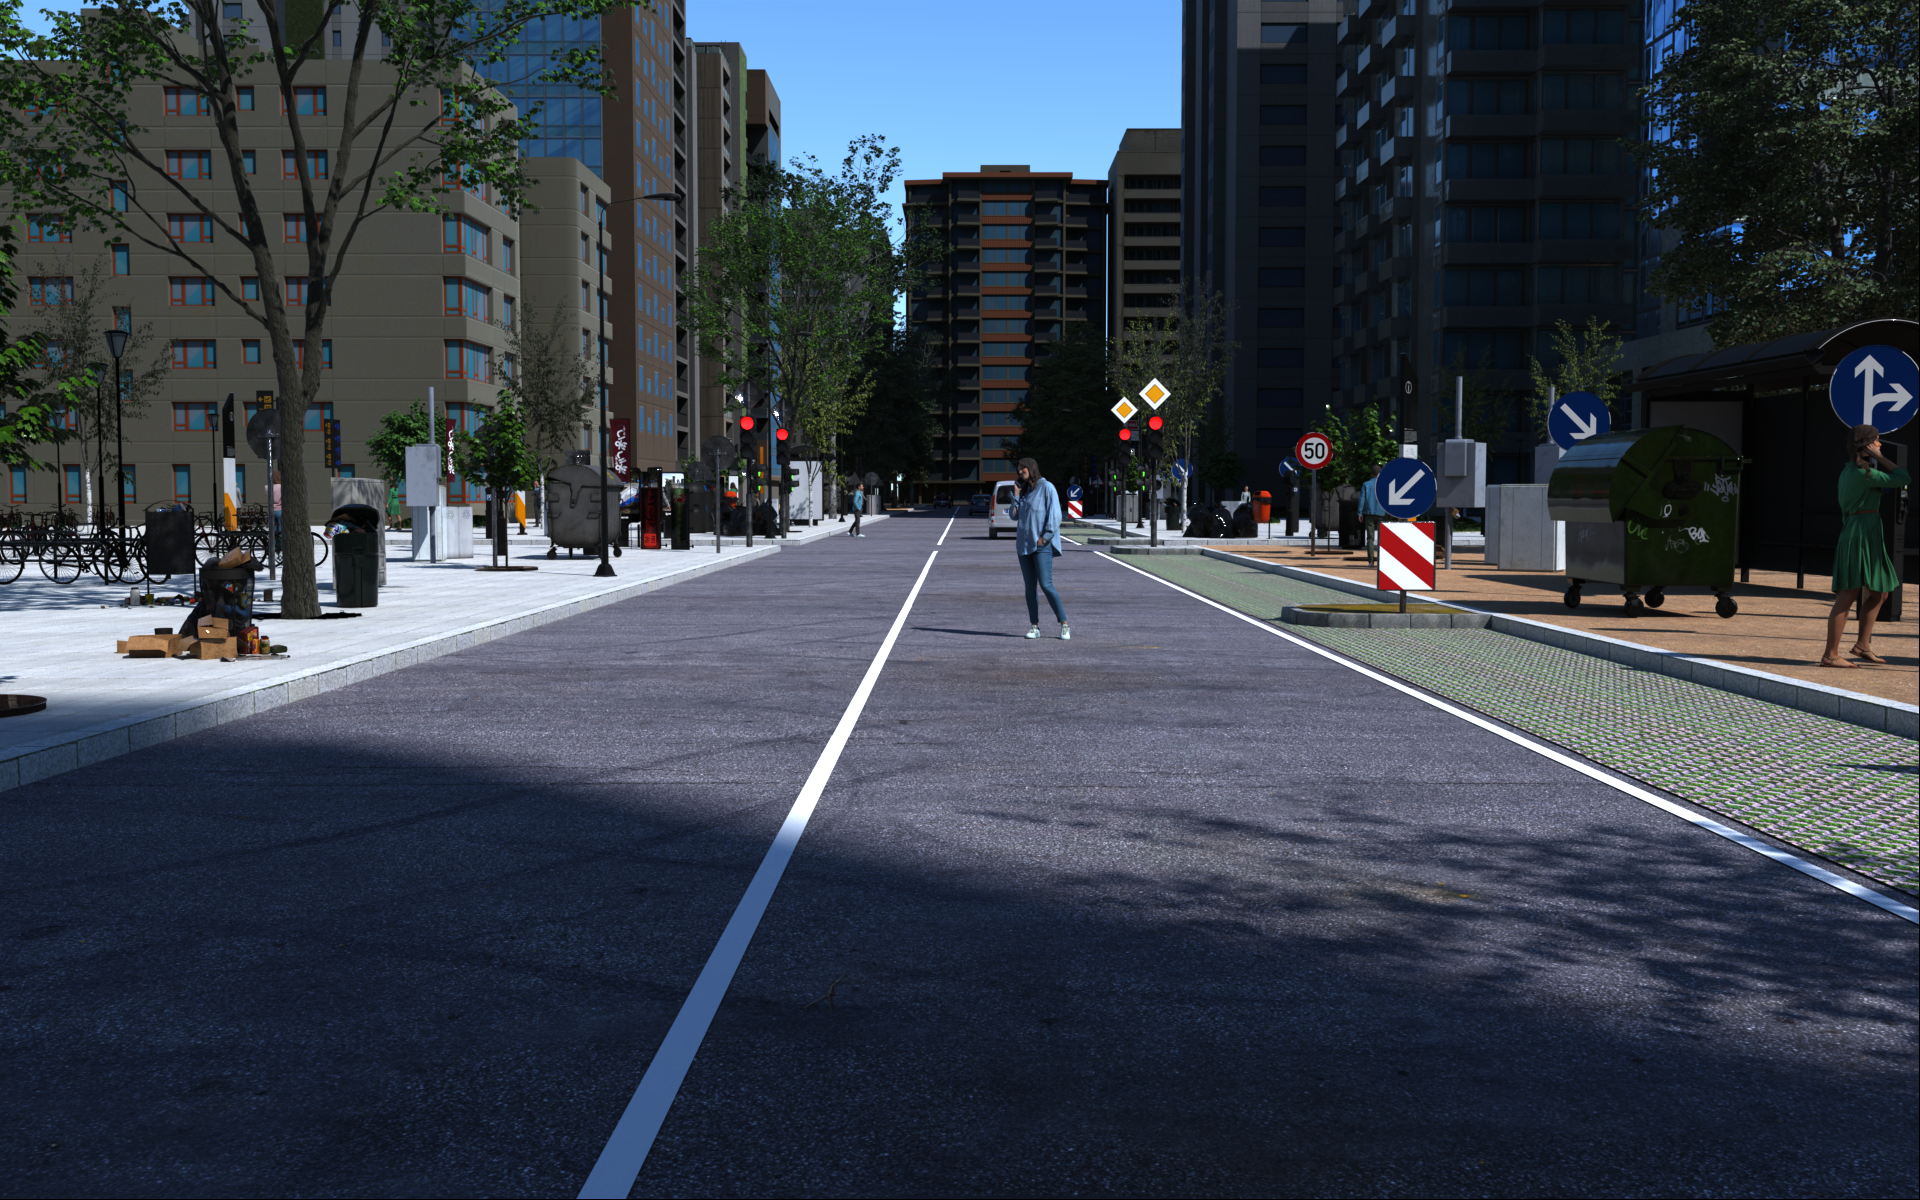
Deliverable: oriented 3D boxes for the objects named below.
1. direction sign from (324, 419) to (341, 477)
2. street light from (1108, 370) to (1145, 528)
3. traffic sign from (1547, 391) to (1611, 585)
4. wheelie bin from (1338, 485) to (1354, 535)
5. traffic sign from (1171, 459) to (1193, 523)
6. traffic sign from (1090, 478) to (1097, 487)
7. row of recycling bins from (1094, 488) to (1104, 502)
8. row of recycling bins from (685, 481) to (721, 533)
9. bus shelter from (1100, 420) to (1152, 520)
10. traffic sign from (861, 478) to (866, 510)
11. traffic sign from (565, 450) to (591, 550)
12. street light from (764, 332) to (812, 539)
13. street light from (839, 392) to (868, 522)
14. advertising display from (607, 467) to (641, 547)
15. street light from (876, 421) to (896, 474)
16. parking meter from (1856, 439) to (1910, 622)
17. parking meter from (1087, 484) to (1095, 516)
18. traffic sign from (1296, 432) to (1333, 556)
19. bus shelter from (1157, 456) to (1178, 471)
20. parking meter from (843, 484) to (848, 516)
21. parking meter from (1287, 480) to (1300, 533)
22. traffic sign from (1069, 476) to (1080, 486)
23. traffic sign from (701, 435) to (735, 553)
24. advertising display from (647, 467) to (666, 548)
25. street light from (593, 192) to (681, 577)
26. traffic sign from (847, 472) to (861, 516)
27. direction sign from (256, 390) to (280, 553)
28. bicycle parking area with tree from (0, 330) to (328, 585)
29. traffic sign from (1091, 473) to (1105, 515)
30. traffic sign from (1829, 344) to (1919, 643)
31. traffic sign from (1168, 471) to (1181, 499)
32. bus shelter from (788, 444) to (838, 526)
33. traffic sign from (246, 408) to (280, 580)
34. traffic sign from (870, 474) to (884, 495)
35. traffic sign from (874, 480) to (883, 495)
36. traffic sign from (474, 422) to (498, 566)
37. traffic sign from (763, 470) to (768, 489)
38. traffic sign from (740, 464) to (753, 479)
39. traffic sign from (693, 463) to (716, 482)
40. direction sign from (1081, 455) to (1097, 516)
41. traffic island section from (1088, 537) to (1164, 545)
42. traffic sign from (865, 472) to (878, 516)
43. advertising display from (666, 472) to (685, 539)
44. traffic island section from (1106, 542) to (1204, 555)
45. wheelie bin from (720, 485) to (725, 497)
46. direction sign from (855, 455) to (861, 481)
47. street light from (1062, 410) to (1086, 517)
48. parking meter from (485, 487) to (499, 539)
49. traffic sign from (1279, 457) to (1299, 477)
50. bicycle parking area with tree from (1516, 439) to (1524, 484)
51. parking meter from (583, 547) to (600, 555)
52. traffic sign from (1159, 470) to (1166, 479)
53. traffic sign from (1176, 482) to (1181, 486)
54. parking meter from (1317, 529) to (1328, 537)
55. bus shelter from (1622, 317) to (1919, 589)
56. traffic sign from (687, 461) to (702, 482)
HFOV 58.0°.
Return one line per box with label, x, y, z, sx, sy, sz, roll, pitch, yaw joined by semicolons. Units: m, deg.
direction sign;-18.983;-3.698;52.460;0.379;3.537;0.876;1;4;10
street light;6.249;-5.661;65.094;1.470;5.913;1.316;0;4;0
traffic sign;7.652;-1.308;21.500;0.768;2.556;0.104;0;4;4
wheelie bin;12.116;-2.818;53.990;0.693;1.594;0.980;1;4;16
traffic sign;8.032;-3.830;62.726;0.768;2.556;0.104;0;4;2
traffic sign;8.180;-6.350;105.946;0.606;2.300;0.079;0;4;3
row of recycling bins;10.344;-6.541;114.058;3.534;1.692;1.069;0;4;-8
row of recycling bins;-8.743;-3.118;58.089;1.069;1.692;3.534;0;4;3
bus shelter;8.604;-6.944;91.161;2.179;5.291;8.768;0;4;0
traffic sign;-6.206;-6.557;109.337;0.606;2.300;0.079;1;4;9
traffic sign;-8.809;-2.312;39.929;0.606;2.300;0.079;0;4;4
street light;-4.930;-4.722;49.742;1.470;5.913;1.316;0;4;0
street light;-4.871;-6.525;79.217;1.470;5.913;1.316;0;4;0
advertising display;-8.224;-2.250;41.997;0.974;1.923;0.123;0;4;-5
street light;-4.737;-8.377;109.506;1.470;5.913;1.316;0;4;0
parking meter;9.311;-0.719;17.468;0.255;1.863;0.399;-3;5;-41
parking meter;7.661;-5.856;101.449;0.399;1.863;0.255;-1;4;-9
traffic sign;7.285;-2.175;35.673;0.768;2.556;0.104;0;4;5
bus shelter;10.862;-7.395;98.533;2.179;5.291;8.768;0;4;0
parking meter;-6.899;-5.993;103.695;0.255;1.863;0.399;-2;4;-26
parking meter;11.107;-3.183;57.752;0.399;1.863;0.255;-2;4;-34
traffic sign;8.075;-7.441;121.769;0.768;2.556;0.104;0;4;6
traffic sign;-5.243;-2.287;37.499;0.768;2.556;0.104;0;4;5
advertising display;-7.279;-2.210;41.348;0.123;1.923;0.974;-2;4;-24
street light;-4.992;-3.319;26.811;1.470;5.913;1.316;0;4;0
traffic sign;-6.091;-6.134;100.299;0.884;2.594;0.081;0;4;5
direction sign;-14.929;-2.813;37.990;0.876;3.537;0.379;-1;4;-10
bicycle parking area with tree;-14.736;-2.496;27.816;9.016;4.147;8.231;1;4;16
traffic sign;8.275;-6.368;104.127;0.884;2.594;0.081;0;4;7
traffic sign;7.816;-0.903;14.863;0.768;2.556;0.104;0;4;6
traffic sign;10.507;-5.161;84.490;0.768;2.556;0.104;0;4;4
bus shelter;-6.297;-4.820;72.731;2.014;3.302;5.546;0;4;0
traffic sign;-10.242;-1.567;25.730;0.768;2.556;0.104;0;4;8
traffic sign;-5.214;-6.648;108.701;0.884;2.594;0.081;0;4;7
traffic sign;-5.810;-7.427;123.553;0.606;2.300;0.079;1;4;8
traffic sign;-8.238;-1.866;30.617;0.768;2.556;0.104;0;4;1
traffic sign;-8.927;-4.789;78.406;0.768;2.556;0.104;0;4;5
traffic sign;-8.581;-4.325;70.453;0.795;2.593;0.064;0;4;5
traffic sign;-9.743;-4.043;66.110;0.884;2.594;0.081;0;4;6
direction sign;7.445;-6.600;99.899;0.876;3.537;0.379;0;4;-2
traffic island section;4.739;-1.692;49.952;2.009;0.180;2.903;0;4;0
traffic sign;-5.097;-6.083;99.567;0.768;2.556;0.104;0;4;1
advertising display;-8.353;-2.729;49.827;0.974;1.923;0.123;-3;4;-39
traffic island section;4.714;-1.204;41.967;2.009;0.180;2.903;0;4;0
wheelie bin;-8.921;-3.356;62.786;0.980;1.594;0.693;-2;4;-35
direction sign;-5.923;-6.668;101.021;0.379;3.537;0.876;-2;4;-24
street light;6.281;-7.504;95.227;1.470;5.913;1.316;0;4;0
parking meter;-13.410;-2.522;49.644;0.372;1.533;0.369;0;3;0
traffic sign;11.407;-3.653;59.838;0.768;2.556;0.104;1;4;9
bicycle parking area with tree;32.017;-6.353;90.877;8.231;4.147;9.016;1;4;19
parking meter;-7.693;-1.871;36.296;0.399;1.863;0.255;2;4;31
traffic sign;10.426;-5.546;90.787;0.768;2.556;0.104;0;4;5
traffic sign;11.384;-5.316;89.045;0.606;2.300;0.079;1;4;8
parking meter;10.807;-2.806;51.583;0.255;1.863;0.399;0;3;0
bus shelter;10.663;-1.754;22.601;2.014;3.302;5.546;0;4;0
traffic sign;-10.196;-4.090;66.981;0.768;2.556;0.104;0;4;7
